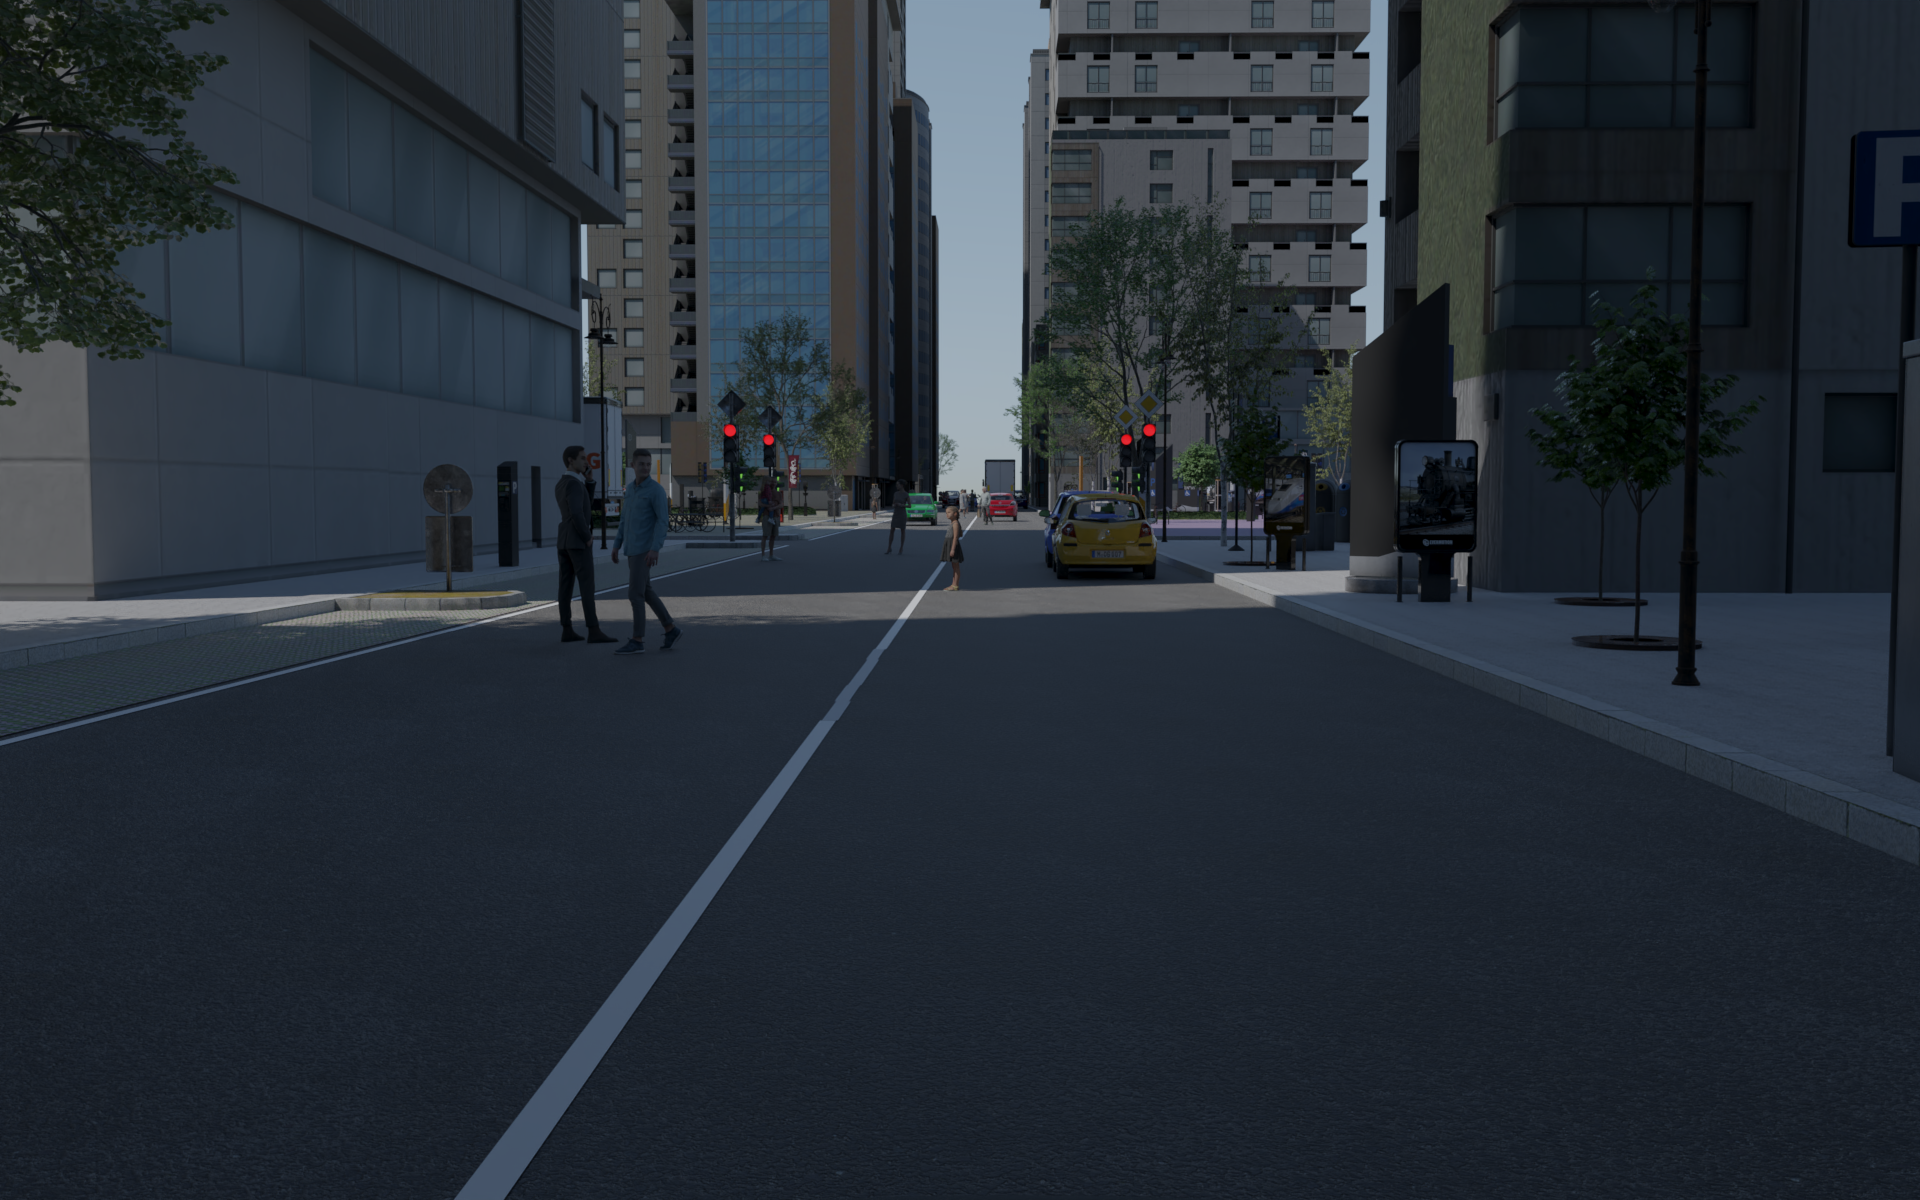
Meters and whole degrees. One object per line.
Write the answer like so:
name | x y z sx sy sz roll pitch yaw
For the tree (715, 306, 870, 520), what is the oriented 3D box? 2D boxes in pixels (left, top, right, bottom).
tree | -8.211 -9.223 85.212 8.767 10.594 7.601 1 4 15

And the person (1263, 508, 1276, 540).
person | 9.209 -2.559 50.529 0.709 1.800 0.728 1 4 19

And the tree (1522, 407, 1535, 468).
tree | 7.370 -1.566 20.210 1.663 3.219 1.824 0 3 0

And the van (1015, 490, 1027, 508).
van | 5.762 -10.203 173.824 2.013 2.044 4.112 0 4 1

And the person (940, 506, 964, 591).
person | -0.123 -0.760 25.593 0.373 1.253 0.362 -1 4 -10

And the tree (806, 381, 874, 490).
tree | -7.654 -9.771 110.126 4.737 8.622 4.395 0 3 0

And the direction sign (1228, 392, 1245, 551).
direction sign | 6.249 -2.879 39.067 0.379 3.537 0.876 1 4 21

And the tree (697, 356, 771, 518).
tree | -11.981 -8.668 92.092 4.360 8.622 3.978 0 3 0

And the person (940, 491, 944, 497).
person | -2.156 -13.367 227.028 1.348 1.826 0.705 -3 5 -41

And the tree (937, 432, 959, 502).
tree | -3.974 -22.240 289.383 9.928 11.665 9.643 0 3 0

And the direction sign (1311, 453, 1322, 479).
direction sign | 19.746 -6.360 95.983 0.876 3.537 0.379 -3 4 -38

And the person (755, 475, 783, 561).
person | -4.086 -1.748 37.048 0.573 1.828 0.580 0 4 7

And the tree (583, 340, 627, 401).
tree | -17.626 -7.928 79.984 4.737 8.622 4.395 0 3 0

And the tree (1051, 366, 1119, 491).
tree | 7.466 -9.072 98.682 4.360 8.622 3.978 0 3 0

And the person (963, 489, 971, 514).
person | 0.508 -7.088 124.745 0.716 1.782 0.532 2 4 33

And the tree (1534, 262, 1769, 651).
tree | 5.851 -1.218 14.515 1.663 3.219 1.824 0 3 0

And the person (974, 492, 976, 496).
person | 2.290 -15.405 261.294 0.530 1.710 0.541 3 5 43

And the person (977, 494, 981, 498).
person | 2.845 -14.547 249.529 0.799 1.438 0.628 -2 4 -30

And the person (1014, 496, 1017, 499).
person | 4.485 -8.834 153.645 1.217 1.736 0.721 1 4 15

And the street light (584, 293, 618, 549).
street light | -8.269 -4.114 40.051 0.468 5.910 1.993 0 4 1

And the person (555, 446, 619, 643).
person | -3.668 -0.548 16.822 0.474 1.900 0.648 -3 4 -37

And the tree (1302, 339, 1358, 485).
tree | 18.264 -8.112 82.994 4.737 8.622 4.395 0 3 0

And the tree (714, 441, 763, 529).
tree | -8.015 -4.202 63.311 1.663 3.219 1.824 0 3 0

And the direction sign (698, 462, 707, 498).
direction sign | -18.298 -8.016 123.059 0.379 3.537 0.876 3 4 36

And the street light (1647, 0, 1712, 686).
street light | 4.881 -2.366 11.468 0.468 5.910 1.993 0 4 1

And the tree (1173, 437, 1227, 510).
tree | 13.615 -6.936 97.125 4.285 4.588 4.351 0 3 0

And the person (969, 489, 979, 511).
person | 1.041 -8.252 143.419 1.348 1.824 0.705 3 5 44

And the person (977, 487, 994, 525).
person | 1.136 -4.350 80.108 0.782 1.767 0.515 3 4 37

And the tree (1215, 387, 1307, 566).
tree | 5.410 -2.241 31.249 1.663 3.219 1.824 0 3 0

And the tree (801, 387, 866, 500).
tree | -8.251 -10.132 116.023 4.360 8.622 3.978 0 3 0

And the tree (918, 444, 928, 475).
tree | -6.182 -15.527 204.227 4.360 8.622 3.978 0 3 0

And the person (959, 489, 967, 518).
person | 0.109 -5.699 102.421 0.466 1.731 0.760 3 5 41

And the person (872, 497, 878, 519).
person | -4.797 -5.153 97.427 0.362 1.253 0.373 3 4 38

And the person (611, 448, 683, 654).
person | -2.802 -0.446 15.648 0.748 1.841 0.638 -2 4 -33

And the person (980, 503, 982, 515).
person | 1.565 -6.573 120.247 0.640 1.303 0.475 2 4 28

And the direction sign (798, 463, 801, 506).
direction sign | -11.717 -8.209 126.213 0.379 3.537 0.876 -1 4 -19

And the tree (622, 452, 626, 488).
tree | -23.008 -8.025 114.914 4.285 4.588 4.351 0 3 0

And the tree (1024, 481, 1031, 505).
tree | 8.596 -13.375 213.288 1.663 3.219 1.824 0 3 0

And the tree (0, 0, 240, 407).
tree | -9.895 -5.843 13.664 7.486 12.596 7.792 0 3 0

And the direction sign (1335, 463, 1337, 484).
direction sign | 27.619 -8.275 127.294 0.379 3.537 0.876 1 4 16

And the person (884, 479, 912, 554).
person | -1.474 -1.977 41.169 0.599 1.781 0.374 2 4 29

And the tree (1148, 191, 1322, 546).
tree | 6.506 -5.611 42.101 4.360 8.622 3.978 0 3 0

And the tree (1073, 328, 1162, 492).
tree | 6.891 -7.770 77.403 4.737 8.622 4.395 0 3 0

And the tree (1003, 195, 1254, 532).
tree | 6.136 -8.167 59.286 9.928 11.665 9.643 0 3 0
